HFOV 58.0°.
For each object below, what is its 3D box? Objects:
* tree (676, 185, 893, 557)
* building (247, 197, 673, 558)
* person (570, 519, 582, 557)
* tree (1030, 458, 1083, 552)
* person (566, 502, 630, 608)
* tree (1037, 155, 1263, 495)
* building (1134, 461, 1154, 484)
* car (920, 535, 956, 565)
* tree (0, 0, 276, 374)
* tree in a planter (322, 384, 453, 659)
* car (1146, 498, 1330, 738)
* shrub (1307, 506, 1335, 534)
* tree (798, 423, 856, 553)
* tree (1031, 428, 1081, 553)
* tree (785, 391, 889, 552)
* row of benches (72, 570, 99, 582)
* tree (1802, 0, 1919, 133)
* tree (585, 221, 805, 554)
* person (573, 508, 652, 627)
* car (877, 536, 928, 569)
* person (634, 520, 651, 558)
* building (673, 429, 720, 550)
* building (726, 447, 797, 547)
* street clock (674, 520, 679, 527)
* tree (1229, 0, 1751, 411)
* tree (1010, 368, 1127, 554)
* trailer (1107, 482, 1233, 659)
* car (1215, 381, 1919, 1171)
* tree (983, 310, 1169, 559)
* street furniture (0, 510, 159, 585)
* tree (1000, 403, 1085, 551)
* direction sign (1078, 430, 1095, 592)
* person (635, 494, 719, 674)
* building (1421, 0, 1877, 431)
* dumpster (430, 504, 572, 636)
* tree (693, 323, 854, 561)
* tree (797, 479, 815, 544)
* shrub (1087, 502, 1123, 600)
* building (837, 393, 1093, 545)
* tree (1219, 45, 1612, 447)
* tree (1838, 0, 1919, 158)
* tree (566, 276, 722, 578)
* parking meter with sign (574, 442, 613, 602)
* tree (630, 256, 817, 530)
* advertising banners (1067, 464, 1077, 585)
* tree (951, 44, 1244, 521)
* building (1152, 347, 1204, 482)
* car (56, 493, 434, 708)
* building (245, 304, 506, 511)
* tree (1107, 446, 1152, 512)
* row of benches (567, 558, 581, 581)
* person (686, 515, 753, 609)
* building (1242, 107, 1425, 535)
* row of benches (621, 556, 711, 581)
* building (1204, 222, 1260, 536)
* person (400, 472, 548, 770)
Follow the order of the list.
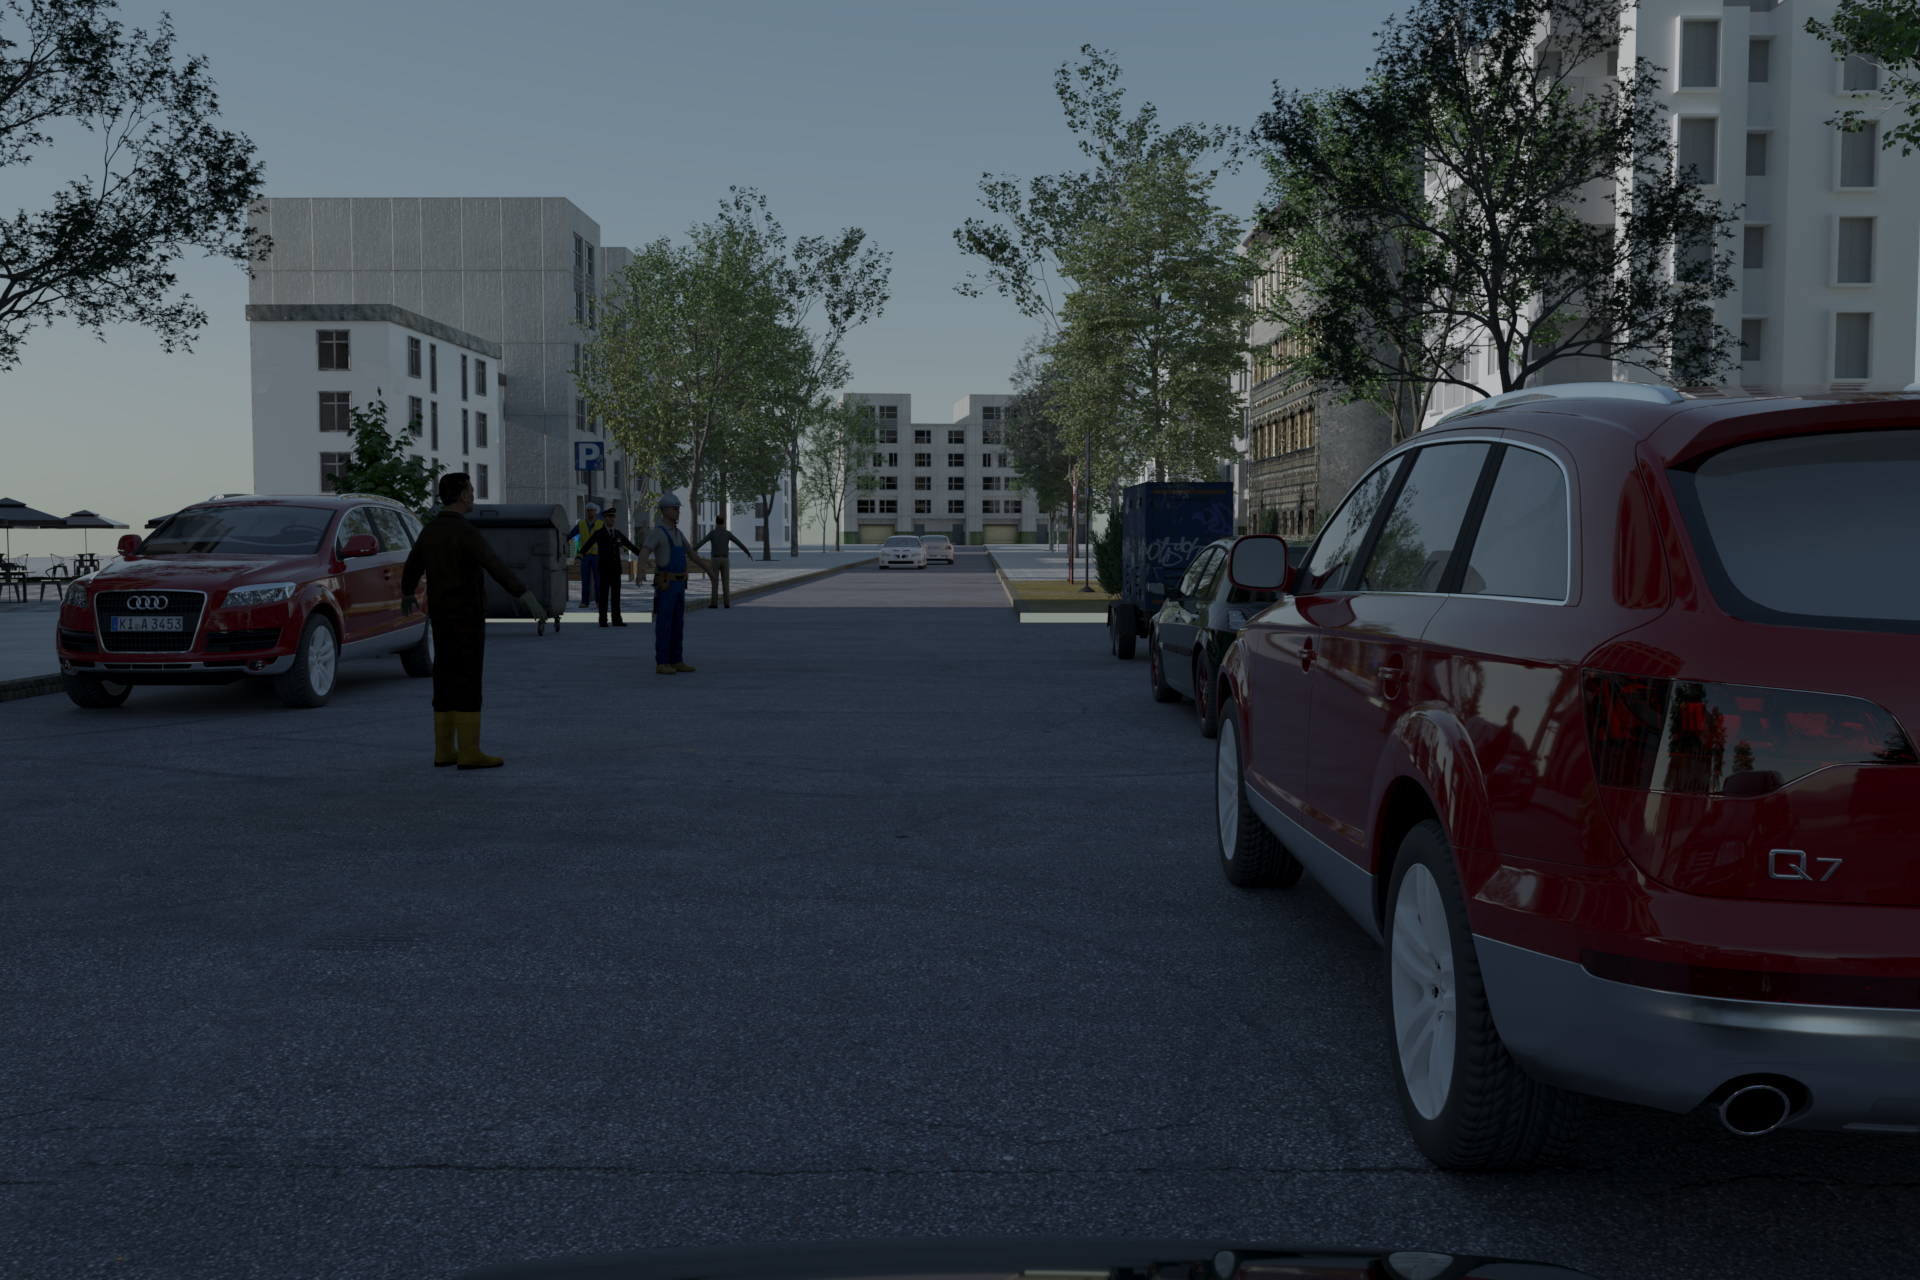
[{"bbox_3d":[-10.782,-14.724,96.632,12.611,20.169,13.585,0,3,0],"label":"tree"},{"bbox_3d":[-28.881,-14.712,107.006,16.747,18.905,31.486,0,4,1],"label":"building"},{"bbox_3d":[-13.344,-3.352,60.937,1.347,1.817,0.704,3,5,39],"label":"person"},{"bbox_3d":[7.030,-10.619,123.983,4.737,8.622,4.395,0,3,0],"label":"tree"},{"bbox_3d":[-6.430,-1.482,30.197,1.349,1.833,0.705,0,4,-3],"label":"person"},{"bbox_3d":[5.845,-8.228,52.655,7.486,12.596,7.792,0,3,0],"label":"tree"},{"bbox_3d":[25.257,-15.354,193.189,9.099,9.664,28.070,0,4,1],"label":"building"},{"bbox_3d":[-1.239,-4.279,82.329,2.083,1.381,4.827,0,4,-1],"label":"car"},{"bbox_3d":[-12.824,-5.375,22.301,8.767,10.594,7.601,0,4,-3],"label":"tree"},{"bbox_3d":[-6.997,-1.444,20.824,1.991,3.239,1.994,0,4,1],"label":"tree in a planter"},{"bbox_3d":[2.526,-0.232,13.578,2.009,1.686,4.222,0,4,-1],"label":"car"},{"bbox_3d":[9.976,-2.563,46.328,1.690,2.028,1.600,0,3,0],"label":"shrub"},{"bbox_3d":[-9.137,-10.099,115.473,4.360,8.622,3.978,0,3,0],"label":"tree"},{"bbox_3d":[6.391,-10.271,118.299,4.737,8.622,4.395,0,3,0],"label":"tree"},{"bbox_3d":[-9.008,-12.279,126.518,9.928,11.665,9.643,0,3,0],"label":"tree"},{"bbox_3d":[-13.723,-0.887,29.962,4.104,0.672,1.422,2,4,27],"label":"row of benches"},{"bbox_3d":[23.929,-11.125,37.786,12.611,20.169,13.585,0,3,0],"label":"tree"},{"bbox_3d":[-8.787,-8.058,57.503,9.928,11.665,9.643,0,3,0],"label":"tree"},{"bbox_3d":[-5.400,-1.125,26.781,1.347,1.837,0.705,-3,5,-40],"label":"person"},{"bbox_3d":[-2.346,-3.629,71.699,2.083,1.381,4.827,0,4,1],"label":"car"},{"bbox_3d":[-12.126,-3.693,66.512,0.705,1.813,1.348,3,5,43],"label":"person"},{"bbox_3d":[-25.401,-12.823,151.797,9.099,9.664,28.070,0,4,1],"label":"building"},{"bbox_3d":[-21.462,-14.564,180.270,9.099,9.664,28.070,0,3,0],"label":"building"},{"bbox_3d":[-7.399,-2.457,44.743,0.358,2.002,0.471,0,4,1],"label":"street clock"},{"bbox_3d":[8.332,-5.627,26.416,7.601,10.594,8.767,3,4,38],"label":"tree"},{"bbox_3d":[6.571,-11.706,109.528,7.486,12.596,7.792,0,3,0],"label":"tree"},{"bbox_3d":[2.504,-0.845,20.870,1.471,1.999,3.904,0,3,0],"label":"trailer"},{"bbox_3d":[2.071,0.198,5.433,2.281,1.827,5.304,0,4,1],"label":"car"},{"bbox_3d":[6.255,-11.059,91.186,12.009,13.543,11.850,0,3,0],"label":"tree"},{"bbox_3d":[-29.373,-2.418,44.568,27.439,1.986,14.083,0,4,0],"label":"street furniture"},{"bbox_3d":[6.907,-12.591,131.625,9.928,11.665,9.643,0,3,0],"label":"tree"},{"bbox_3d":[2.804,-2.824,38.177,0.379,3.537,0.876,0,4,0],"label":"direction sign"},{"bbox_3d":[-2.965,-0.584,17.858,0.705,1.847,1.347,2,4,27],"label":"person"},{"bbox_3d":[22.661,-12.716,64.321,16.016,20.090,11.380,0,4,0],"label":"building"},{"bbox_3d":[-6.583,-1.010,24.731,1.865,1.857,1.264,0,4,1],"label":"dumpster"},{"bbox_3d":[-9.148,-9.606,82.809,9.928,11.665,9.643,0,3,0],"label":"tree"},{"bbox_3d":[-20.704,-16.610,221.942,4.737,8.622,4.395,0,3,0],"label":"tree"},{"bbox_3d":[3.378,-1.826,33.904,1.661,2.075,1.752,0,3,0],"label":"shrub"},{"bbox_3d":[0.158,-21.800,225.339,31.486,18.905,16.747,0,4,-7],"label":"building"},{"bbox_3d":[9.608,-6.810,37.100,9.928,11.665,9.643,0,3,0],"label":"tree"},{"bbox_3d":[8.163,-5.160,10.123,9.928,11.665,9.643,0,3,0],"label":"tree"},{"bbox_3d":[-9.347,-6.108,50.228,4.737,8.622,4.395,0,3,0],"label":"tree"},{"bbox_3d":[-6.972,-2.279,33.522,0.543,3.016,1.738,0,4,1],"label":"parking meter with sign"},{"bbox_3d":[-9.798,-9.366,71.260,7.486,12.596,7.792,0,3,0],"label":"tree"},{"bbox_3d":[2.865,-2.943,44.305,0.090,3.025,2.074,0,4,0],"label":"advertising banners"},{"bbox_3d":[5.153,-13.098,70.034,12.611,20.169,13.585,0,3,0],"label":"tree"},{"bbox_3d":[24.138,-19.202,170.374,16.016,20.090,11.380,0,4,1],"label":"building"},{"bbox_3d":[-6.270,-0.445,15.955,2.281,1.827,5.304,0,4,0],"label":"car"},{"bbox_3d":[-24.976,-8.275,77.448,9.099,9.664,28.070,0,4,1],"label":"building"},{"bbox_3d":[23.267,-18.841,218.421,12.009,13.543,11.850,0,3,0],"label":"tree"},{"bbox_3d":[-9.448,-1.667,42.716,1.422,0.672,4.104,-1,4,-13],"label":"row of benches"},{"bbox_3d":[-4.632,-1.507,33.374,1.348,1.796,0.705,-1,4,-20],"label":"person"},{"bbox_3d":[24.299,-15.300,81.076,19.493,23.208,18.063,0,4,0],"label":"building"},{"bbox_3d":[-8.440,-1.992,48.024,1.422,0.672,4.104,3,5,45],"label":"row of benches"},{"bbox_3d":[25.295,-14.671,106.325,16.747,18.905,31.486,0,4,1],"label":"building"},{"bbox_3d":[-3.060,-0.125,10.643,1.346,1.812,0.704,3,4,37],"label":"person"}]
